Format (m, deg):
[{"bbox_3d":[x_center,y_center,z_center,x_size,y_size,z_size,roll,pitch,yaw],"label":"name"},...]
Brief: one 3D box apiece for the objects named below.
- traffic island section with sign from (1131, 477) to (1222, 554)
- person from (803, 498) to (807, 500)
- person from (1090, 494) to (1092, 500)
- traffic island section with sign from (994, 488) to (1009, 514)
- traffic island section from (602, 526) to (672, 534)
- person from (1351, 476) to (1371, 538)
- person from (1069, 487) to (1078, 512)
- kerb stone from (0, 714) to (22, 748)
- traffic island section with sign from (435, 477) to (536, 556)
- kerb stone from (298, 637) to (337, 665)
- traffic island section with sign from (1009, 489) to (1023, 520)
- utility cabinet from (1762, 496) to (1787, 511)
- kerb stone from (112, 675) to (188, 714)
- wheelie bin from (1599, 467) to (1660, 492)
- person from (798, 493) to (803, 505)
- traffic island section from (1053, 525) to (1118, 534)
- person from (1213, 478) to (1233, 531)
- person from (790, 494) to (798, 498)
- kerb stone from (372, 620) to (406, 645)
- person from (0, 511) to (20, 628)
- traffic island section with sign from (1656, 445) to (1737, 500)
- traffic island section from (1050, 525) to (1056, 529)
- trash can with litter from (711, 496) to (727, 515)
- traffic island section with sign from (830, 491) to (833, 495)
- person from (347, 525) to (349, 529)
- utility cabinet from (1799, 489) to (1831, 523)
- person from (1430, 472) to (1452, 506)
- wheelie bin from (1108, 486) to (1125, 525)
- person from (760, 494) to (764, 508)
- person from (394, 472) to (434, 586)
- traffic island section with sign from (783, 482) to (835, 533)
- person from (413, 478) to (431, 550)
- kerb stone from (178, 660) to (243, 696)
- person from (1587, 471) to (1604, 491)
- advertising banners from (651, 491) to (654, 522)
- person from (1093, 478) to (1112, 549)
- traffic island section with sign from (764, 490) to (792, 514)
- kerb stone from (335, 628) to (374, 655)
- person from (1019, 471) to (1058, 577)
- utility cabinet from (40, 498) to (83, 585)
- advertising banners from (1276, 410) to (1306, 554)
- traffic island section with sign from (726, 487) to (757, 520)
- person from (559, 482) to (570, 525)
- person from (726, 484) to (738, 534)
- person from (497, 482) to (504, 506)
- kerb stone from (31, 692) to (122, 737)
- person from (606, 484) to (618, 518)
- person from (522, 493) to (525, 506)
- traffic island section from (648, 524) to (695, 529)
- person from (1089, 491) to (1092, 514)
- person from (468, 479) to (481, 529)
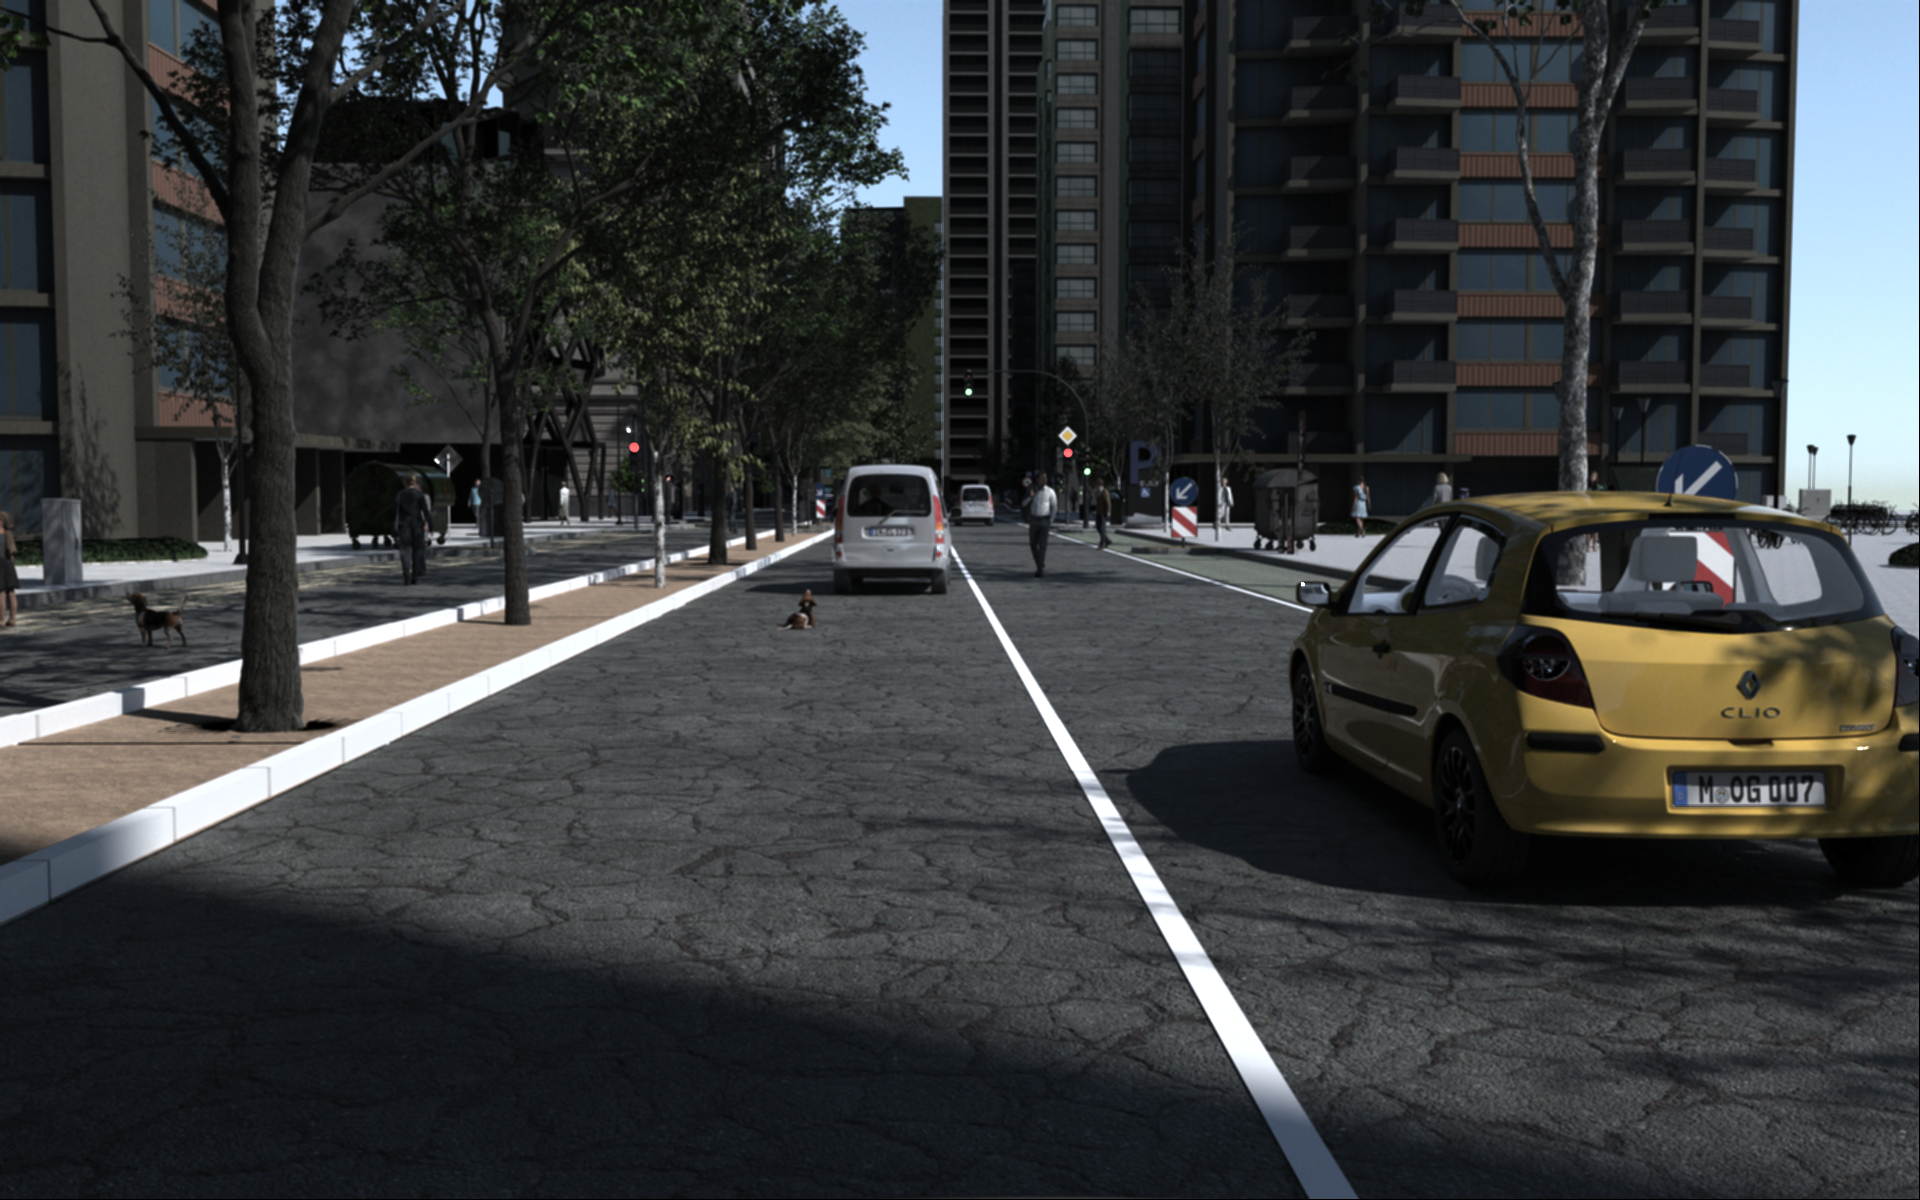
[{"bbox_3d":[5.175,-2.025,41.736,1.989,1.847,2.006,0,4,-1],"label":"traffic island section with sign"},{"bbox_3d":[-17.540,-11.733,198.424,0.990,1.755,0.434,-2,4,-32],"label":"person"},{"bbox_3d":[8.518,-6.681,115.636,0.716,1.782,0.532,-3,5,-42],"label":"person"},{"bbox_3d":[3.260,-7.062,124.085,1.989,1.847,2.006,0,4,-1],"label":"traffic island section with sign"},{"bbox_3d":[-11.880,-2.521,63.493,2.009,0.180,2.903,0,4,-1],"label":"traffic island section"},{"bbox_3d":[11.775,-2.728,50.733,0.616,1.811,0.778,-1,4,-9],"label":"person"},{"bbox_3d":[7.917,-7.047,121.657,0.661,1.777,0.834,2,4,35],"label":"person"},{"bbox_3d":[-5.437,0.771,9.592,0.120,0.150,1.000,0,4,-1],"label":"kerb stone"},{"bbox_3d":[-11.026,-1.950,40.504,1.989,1.847,2.006,0,4,-1],"label":"traffic island section with sign"},{"bbox_3d":[-5.551,0.457,14.728,0.120,0.150,1.000,0,4,-1],"label":"kerb stone"},{"bbox_3d":[3.903,-5.371,96.446,1.989,1.847,2.006,0,4,-1],"label":"traffic island section with sign"},{"bbox_3d":[33.780,-3.713,71.867,1.020,1.237,0.306,-1,4,-16],"label":"utility cabinet"},{"bbox_3d":[-5.481,0.651,11.638,0.120,0.150,1.000,0,4,-1],"label":"kerb stone"},{"bbox_3d":[7.788,-0.746,20.102,0.980,1.594,0.693,0,4,-8],"label":"wheelie bin"},{"bbox_3d":[-19.102,-12.353,208.032,1.348,1.822,0.705,1,4,16],"label":"person"},{"bbox_3d":[4.657,-2.544,63.871,2.009,0.180,2.903,0,4,-1],"label":"traffic island section"},{"bbox_3d":[9.219,-3.353,60.748,0.514,1.842,0.818,-3,4,-37],"label":"person"},{"bbox_3d":[-21.591,-13.245,225.871,1.217,1.723,0.721,1,4,23],"label":"person"},{"bbox_3d":[-5.602,0.332,16.781,0.120,0.150,1.000,0,4,-1],"label":"kerb stone"},{"bbox_3d":[-10.255,-0.325,18.478,0.373,1.253,0.362,1,4,21],"label":"person"},{"bbox_3d":[5.807,-0.373,14.721,1.989,1.847,2.006,0,4,-1],"label":"traffic island section with sign"},{"bbox_3d":[4.471,-3.032,71.854,2.009,0.180,2.903,0,4,-1],"label":"traffic island section"},{"bbox_3d":[-14.798,-5.842,106.910,1.055,1.170,0.624,-3,5,-41],"label":"trash can with litter"},{"bbox_3d":[-14.786,-11.862,202.563,1.989,1.847,2.006,0,4,-1],"label":"traffic island section with sign"},{"bbox_3d":[-20.965,-3.318,60.397,0.850,1.850,0.679,-1,4,-22],"label":"person"},{"bbox_3d":[35.674,-3.890,72.280,1.173,1.500,0.318,0,4,4],"label":"utility cabinet"},{"bbox_3d":[11.540,-2.168,41.672,0.709,1.800,0.728,-1,4,-16],"label":"person"},{"bbox_3d":[6.469,-3.900,71.677,0.693,1.594,0.980,1,4,9],"label":"wheelie bin"},{"bbox_3d":[-17.754,-9.050,154.731,0.721,1.735,1.217,-1,4,-14],"label":"person"},{"bbox_3d":[-8.599,-1.119,27.225,0.576,1.772,0.534,-3,4,-37],"label":"person"},{"bbox_3d":[-5.639,-3.409,63.871,2.006,1.907,1.989,0,4,-1],"label":"traffic island section with sign"},{"bbox_3d":[-10.067,-1.398,32.100,0.466,1.731,0.760,-2,4,-29],"label":"person"},{"bbox_3d":[-5.503,0.582,12.674,0.120,0.150,1.000,0,4,-1],"label":"kerb stone"},{"bbox_3d":[14.007,-1.962,38.362,0.600,1.795,0.529,1,4,14],"label":"person"},{"bbox_3d":[-13.988,-5.054,78.815,0.090,3.025,2.074,-1,4,-13],"label":"advertising banners"},{"bbox_3d":[3.692,-2.243,45.087,0.656,1.842,0.836,2,4,33],"label":"person"},{"bbox_3d":[-12.959,-7.043,123.782,1.989,1.847,2.006,0,4,-1],"label":"traffic island section with sign"},{"bbox_3d":[-5.568,0.396,15.751,0.120,0.150,1.000,0,4,-1],"label":"kerb stone"},{"bbox_3d":[1.359,-1.316,30.110,0.679,1.850,0.850,1,4,15],"label":"person"},{"bbox_3d":[-12.947,-0.846,24.998,0.306,1.237,1.020,-1,4,-14],"label":"utility cabinet"},{"bbox_3d":[7.078,-2.498,37.026,0.090,3.025,2.074,0,4,-4],"label":"advertising banners"},{"bbox_3d":[-12.320,-5.356,96.194,1.989,1.847,2.006,0,4,-1],"label":"traffic island section with sign"},{"bbox_3d":[-16.302,-3.987,71.456,0.478,1.798,0.641,-2,4,-35],"label":"person"},{"bbox_3d":[-8.296,-3.284,62.374,0.590,1.801,0.661,-1,4,-19],"label":"person"},{"bbox_3d":[-15.942,-3.329,60.815,0.721,1.781,0.623,0,4,8],"label":"person"},{"bbox_3d":[-5.449,0.713,10.617,0.120,0.150,1.000,0,4,-1],"label":"kerb stone"},{"bbox_3d":[-18.772,-5.331,93.304,0.616,1.811,0.778,2,4,27],"label":"person"},{"bbox_3d":[-16.899,-3.538,66.196,0.795,1.843,0.661,3,4,37],"label":"person"},{"bbox_3d":[-12.066,-3.009,71.476,2.009,0.180,2.903,0,4,-1],"label":"traffic island section"},{"bbox_3d":[8.482,-6.427,113.724,0.523,1.515,0.503,-1,4,-13],"label":"person"},{"bbox_3d":[-17.649,-3.525,63.536,0.638,1.841,0.748,2,4,28],"label":"person"}]
